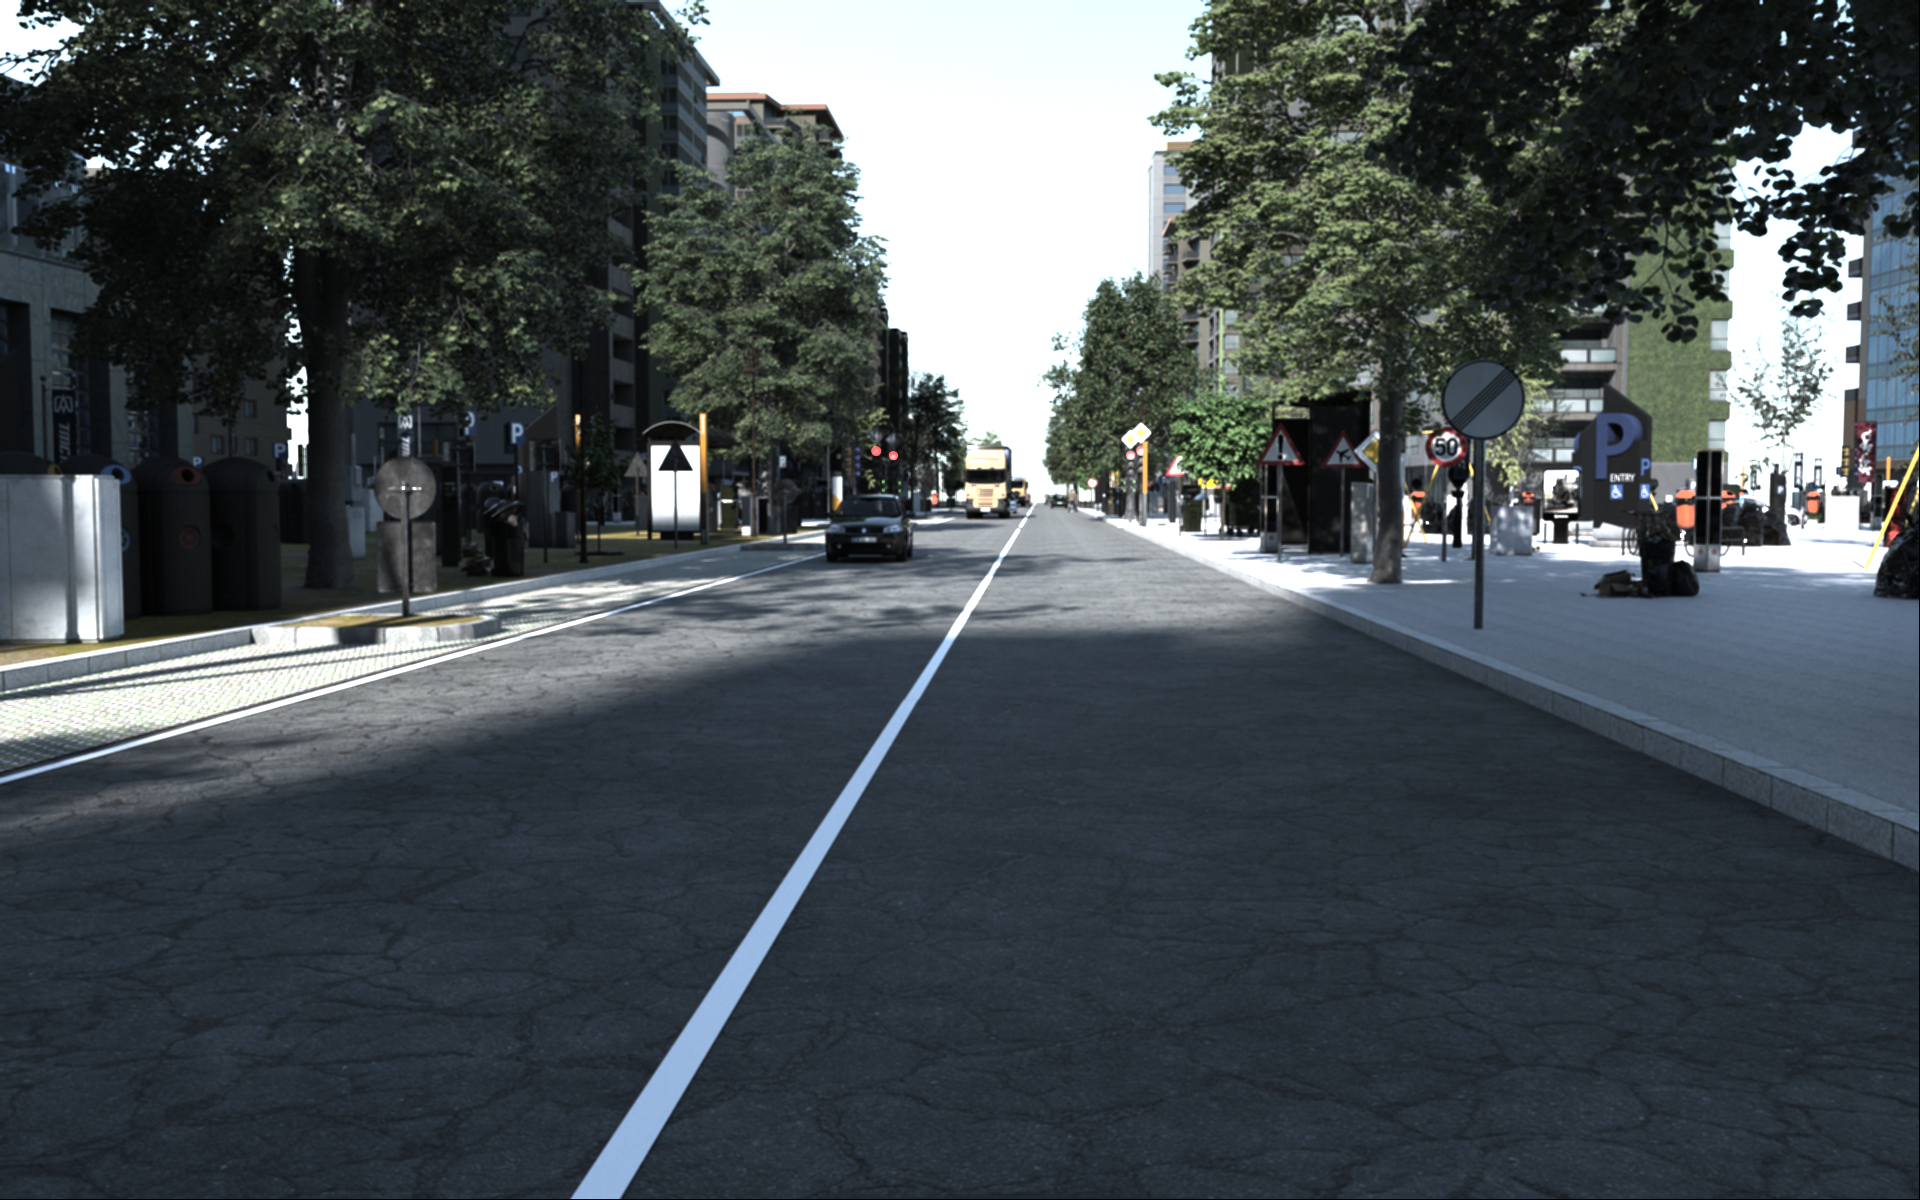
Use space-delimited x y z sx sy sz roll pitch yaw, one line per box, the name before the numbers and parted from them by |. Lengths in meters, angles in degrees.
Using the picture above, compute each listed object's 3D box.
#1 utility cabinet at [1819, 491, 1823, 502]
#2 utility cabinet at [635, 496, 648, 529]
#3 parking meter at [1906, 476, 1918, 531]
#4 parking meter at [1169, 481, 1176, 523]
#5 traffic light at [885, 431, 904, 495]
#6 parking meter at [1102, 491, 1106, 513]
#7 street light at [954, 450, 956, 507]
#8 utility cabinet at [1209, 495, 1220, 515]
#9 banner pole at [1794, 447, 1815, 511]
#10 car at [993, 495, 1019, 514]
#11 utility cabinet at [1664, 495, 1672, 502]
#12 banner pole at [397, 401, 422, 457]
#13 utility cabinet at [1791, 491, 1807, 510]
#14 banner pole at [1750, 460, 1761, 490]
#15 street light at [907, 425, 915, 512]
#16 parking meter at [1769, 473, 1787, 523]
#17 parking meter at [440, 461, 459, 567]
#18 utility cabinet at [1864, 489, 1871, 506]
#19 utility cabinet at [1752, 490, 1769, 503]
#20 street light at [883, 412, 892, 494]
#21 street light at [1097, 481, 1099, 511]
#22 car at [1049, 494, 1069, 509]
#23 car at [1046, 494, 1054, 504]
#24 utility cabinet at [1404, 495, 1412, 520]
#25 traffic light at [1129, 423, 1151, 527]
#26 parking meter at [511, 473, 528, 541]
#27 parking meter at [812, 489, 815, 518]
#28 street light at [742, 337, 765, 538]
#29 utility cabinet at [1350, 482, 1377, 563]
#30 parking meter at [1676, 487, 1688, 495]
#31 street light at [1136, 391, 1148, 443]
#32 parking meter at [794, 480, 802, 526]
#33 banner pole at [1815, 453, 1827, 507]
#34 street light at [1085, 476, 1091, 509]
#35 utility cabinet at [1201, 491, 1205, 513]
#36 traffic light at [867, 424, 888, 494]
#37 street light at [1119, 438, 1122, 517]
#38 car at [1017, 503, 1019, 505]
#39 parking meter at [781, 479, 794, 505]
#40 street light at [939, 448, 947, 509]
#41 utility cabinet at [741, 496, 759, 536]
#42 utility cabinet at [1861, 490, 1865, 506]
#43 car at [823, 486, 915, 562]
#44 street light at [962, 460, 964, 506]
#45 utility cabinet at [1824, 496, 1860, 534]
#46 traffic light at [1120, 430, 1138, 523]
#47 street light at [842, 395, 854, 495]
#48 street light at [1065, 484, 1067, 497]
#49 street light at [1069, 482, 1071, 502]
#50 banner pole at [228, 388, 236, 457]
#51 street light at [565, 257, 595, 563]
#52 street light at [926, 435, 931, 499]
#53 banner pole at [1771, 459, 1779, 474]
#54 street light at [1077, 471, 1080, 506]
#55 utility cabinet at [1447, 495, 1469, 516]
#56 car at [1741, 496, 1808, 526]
utility cabinet | 71.777 -8.256 143.664 1.173 1.500 0.318 -1 4 -16
utility cabinet | -11.313 -3.175 63.065 1.020 1.237 0.306 -1 4 -11
parking meter | 25.201 -2.457 45.883 0.255 1.863 0.399 2 4 31
parking meter | 9.407 -4.339 76.652 0.255 1.863 0.399 1 4 14
traffic light | -2.910 -5.377 76.834 0.839 4.253 0.868 0 4 3
parking meter | 9.875 -6.734 118.513 0.372 1.533 0.369 0 3 0
street light | -0.502 -12.213 172.466 0.468 5.910 1.993 0 4 3
utility cabinet | 15.609 -5.793 105.881 0.306 1.237 1.020 3 5 40
banner pole | 44.706 -6.239 92.017 0.401 3.779 0.863 -3 5 -43
car | 3.277 -7.030 126.942 2.014 1.417 4.499 0 4 1
utility cabinet | 47.573 -6.494 117.333 0.306 1.237 1.020 -1 4 -12
banner pole | -14.495 -3.413 45.814 0.863 3.779 0.401 -3 5 -41
utility cabinet | 69.548 -8.250 143.563 1.173 1.500 0.318 -1 4 -12
banner pole | 58.165 -8.352 126.568 0.863 3.779 0.401 3 4 39
street light | -3.209 -8.625 113.804 0.468 5.910 1.993 0 4 3
parking meter | 22.691 -2.591 48.067 0.399 1.863 0.255 -1 4 -13
parking meter | -9.026 -1.523 30.609 0.255 1.863 0.399 -2 4 -23
utility cabinet | 58.549 -6.227 110.493 1.173 1.500 0.318 1 4 20
utility cabinet | 43.933 -5.267 94.787 1.173 1.500 0.318 -1 4 -11
street light | -4.017 -7.504 95.486 0.468 5.910 1.993 0 4 3
street light | 10.585 -9.783 132.743 0.468 5.910 1.993 0 4 3
car | 9.920 -9.977 172.916 2.009 1.686 4.222 0 4 2
car | 13.519 -14.797 253.730 2.131 1.459 4.920 0 4 2
utility cabinet | 21.973 -4.571 85.904 1.020 1.237 0.306 -2 4 -29
traffic light | 7.118 -4.860 68.390 0.839 4.253 0.868 0 4 3
parking meter | -12.074 -2.553 47.453 0.399 1.863 0.255 3 4 38
parking meter | -7.924 -5.126 92.214 0.372 1.533 0.369 0 3 0
street light | -6.075 -4.784 51.012 0.468 5.910 1.993 0 4 3
utility cabinet | 7.563 -1.449 32.371 0.318 1.500 1.173 1 4 22
parking meter | 25.718 -3.260 61.717 0.372 1.533 0.369 0 3 0
street light | 8.051 -6.360 76.780 0.468 5.910 1.993 0 4 3
parking meter | -6.580 -3.920 69.808 0.255 1.863 0.399 -3 5 -43
banner pole | 52.515 -7.075 105.686 0.863 3.779 0.401 1 4 22
street light | 12.417 -12.136 171.213 0.468 5.910 1.993 0 4 3
utility cabinet | 16.822 -7.083 124.484 1.173 1.500 0.318 2 4 32
traffic light | -3.283 -4.889 68.858 0.839 4.253 0.868 0 4 3
street light | 8.881 -7.522 95.771 0.468 5.910 1.993 0 4 3
car | 6.844 -13.287 227.465 2.015 1.641 3.980 0 4 3
parking meter | -6.581 -3.651 65.408 0.255 1.863 0.399 -3 4 -38
street light | -1.442 -11.087 154.051 0.468 5.910 1.993 0 4 3
utility cabinet | -6.533 -2.620 53.998 0.306 1.237 1.020 1 4 8
utility cabinet | 74.079 -8.251 143.579 0.318 1.500 1.173 -3 5 -43
car | -1.954 -1.723 37.960 2.009 1.686 4.222 0 4 1
street light | 0.347 -13.333 190.782 0.468 5.910 1.993 0 4 3
utility cabinet | 28.245 -2.710 55.469 0.306 1.237 1.020 -2 4 -26
traffic light | 7.491 -5.348 76.366 0.839 4.253 0.868 0 4 3
street light | -4.955 -6.384 77.174 0.468 5.910 1.993 0 4 3
street light | 17.930 -19.467 291.080 0.468 5.910 1.993 0 4 3
street light | 15.430 -16.107 236.129 0.468 5.910 1.993 0 4 3
banner pole | -14.582 -2.735 34.730 0.401 3.779 0.863 -2 4 -31
street light | -7.006 -3.626 32.076 0.468 5.910 1.993 0 4 3
street light | -2.315 -9.757 132.310 0.468 5.910 1.993 0 4 3
banner pole | 58.348 -8.204 124.147 0.401 3.779 0.863 -2 4 -27
street light | 14.125 -14.410 208.392 0.468 5.910 1.993 0 4 3
utility cabinet | 23.861 -4.394 82.998 1.020 1.237 0.306 1 4 16
car | 32.475 -3.626 71.647 4.827 1.381 2.083 0 4 4
